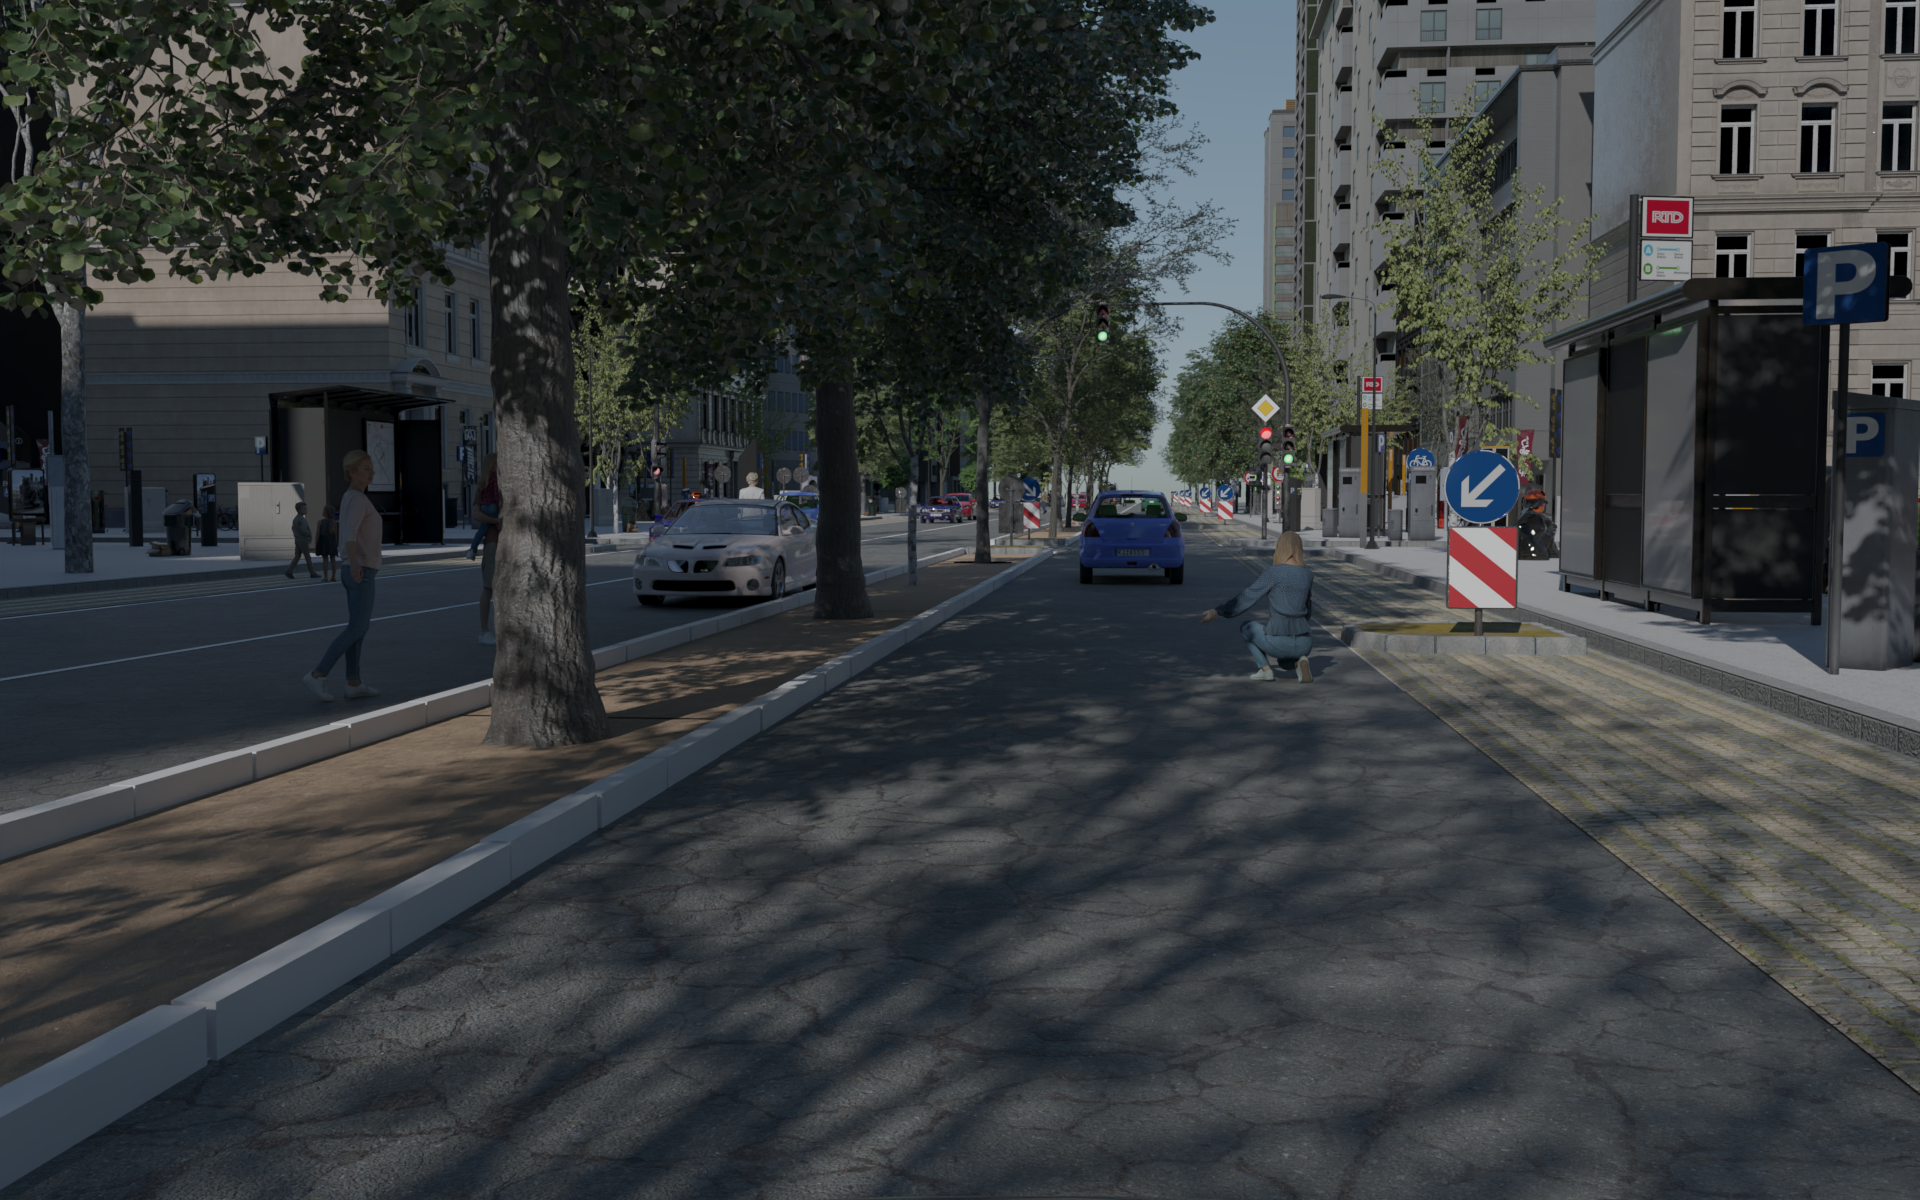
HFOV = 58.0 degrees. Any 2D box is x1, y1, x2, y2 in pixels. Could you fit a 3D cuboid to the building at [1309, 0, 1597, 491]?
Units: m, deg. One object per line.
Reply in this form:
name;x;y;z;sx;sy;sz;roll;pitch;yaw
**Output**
building;49.934;-35.566;170.746;28.713;52.752;27.495;0;4;6

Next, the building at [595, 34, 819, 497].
building;-22.231;-36.665;141.466;21.231;58.520;28.212;0;4;6

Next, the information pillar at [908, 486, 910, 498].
information pillar;-3.477;-7.955;121.424;0.183;3.616;0.504;2;4;30

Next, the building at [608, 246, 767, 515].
building;-19.750;-15.390;116.258;10.561;19.102;19.286;0;4;6

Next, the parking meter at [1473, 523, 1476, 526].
parking meter;8.544;-1.210;28.199;0.372;1.533;0.369;0;3;0

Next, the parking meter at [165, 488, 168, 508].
parking meter;-38.910;-4.640;84.283;0.372;1.533;0.369;0;3;0

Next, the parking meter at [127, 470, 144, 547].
parking meter;-20.175;-2.242;42.372;0.255;1.863;0.399;-3;4;-38

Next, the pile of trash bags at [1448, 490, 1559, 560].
pile of trash bags;11.238;-1.542;34.961;1.912;1.369;3.447;2;4;31

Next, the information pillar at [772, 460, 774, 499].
information pillar;-12.659;-7.700;117.250;0.183;3.616;0.504;0;4;-5

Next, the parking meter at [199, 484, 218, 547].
parking meter;-18.426;-2.083;42.468;0.372;1.533;0.369;0;3;0

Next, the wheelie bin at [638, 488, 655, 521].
wheelie bin;-15.014;-4.616;83.386;0.980;1.594;0.693;0;4;-1

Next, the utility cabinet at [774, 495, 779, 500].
utility cabinet;-8.908;-4.696;87.934;1.020;1.237;0.306;0;4;8

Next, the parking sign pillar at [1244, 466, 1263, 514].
parking sign pillar;19.446;-7.684;114.100;1.447;3.967;1.447;-2;4;-34

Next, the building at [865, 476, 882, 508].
building;-24.491;-29.179;168.951;32.217;40.220;23.993;0;4;6

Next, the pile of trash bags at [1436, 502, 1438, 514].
pile of trash bags;23.311;-4.587;84.751;3.447;1.369;1.912;0;4;-7

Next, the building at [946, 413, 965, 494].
building;-9.979;-49.407;246.053;20.563;71.187;20.611;0;4;6

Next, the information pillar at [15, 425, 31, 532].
information pillar;-31.467;-4.086;58.153;0.504;3.616;0.183;-2;4;-28

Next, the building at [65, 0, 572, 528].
building;-26.194;-17.619;73.981;13.634;28.700;20.117;0;4;6

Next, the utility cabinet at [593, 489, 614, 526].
utility cabinet;-14.227;-3.703;69.223;0.318;1.500;1.173;1;4;22

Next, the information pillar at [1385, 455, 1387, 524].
information pillar;18.364;-5.137;75.346;0.504;3.616;0.183;-3;4;-36

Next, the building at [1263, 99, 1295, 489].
building;56.866;-44.183;264.393;21.231;58.520;28.212;0;4;6

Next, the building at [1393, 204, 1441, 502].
building;35.873;-17.347;113.300;12.332;23.373;15.834;0;4;6

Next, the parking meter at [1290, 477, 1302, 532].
parking meter;11.318;-3.229;58.510;0.255;1.863;0.399;-3;4;-38

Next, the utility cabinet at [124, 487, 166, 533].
utility cabinet;-26.621;-2.931;56.603;1.173;1.500;0.318;-3;4;-37

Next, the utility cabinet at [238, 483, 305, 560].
utility cabinet;-13.296;-1.516;33.473;1.173;1.500;0.318;-2;4;-25

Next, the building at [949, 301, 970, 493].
building;-6.066;-37.558;264.184;14.600;45.320;14.200;0;4;6

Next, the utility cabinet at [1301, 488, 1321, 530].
utility cabinet;12.388;-3.264;62.052;0.318;1.500;1.173;-3;4;-36

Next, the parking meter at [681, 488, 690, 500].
parking meter;-11.861;-4.070;74.957;0.372;1.533;0.369;0;3;0

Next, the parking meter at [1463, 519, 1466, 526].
parking meter;15.830;-2.949;53.932;0.255;1.863;0.399;1;4;20

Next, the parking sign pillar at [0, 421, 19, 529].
parking sign pillar;-34.941;-4.605;63.771;1.447;3.967;1.447;1;4;19

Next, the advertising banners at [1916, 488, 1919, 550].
advertising banners;19.819;-2.506;37.154;2.074;3.025;0.090;0;4;5

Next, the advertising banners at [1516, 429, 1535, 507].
advertising banners;14.879;-3.151;47.707;0.090;3.025;2.074;-3;4;-39

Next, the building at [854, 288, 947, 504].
building;-9.478;-27.973;229.058;14.160;30.474;14.107;0;4;6

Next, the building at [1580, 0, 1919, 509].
building;36.456;-16.174;61.710;25.104;27.353;12.463;0;4;6

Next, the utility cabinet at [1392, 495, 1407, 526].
utility cabinet;18.109;-3.646;70.778;0.306;1.237;1.020;-2;4;-24

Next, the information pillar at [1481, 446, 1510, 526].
information pillar;8.227;-1.357;26.674;0.304;2.012;0.304;-1;4;-23

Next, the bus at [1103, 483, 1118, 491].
bus;23.292;-16.869;270.672;2.948;3.499;13.247;0;4;7

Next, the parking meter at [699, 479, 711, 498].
parking meter;-9.975;-3.796;67.768;0.399;1.863;0.255;-3;4;-37

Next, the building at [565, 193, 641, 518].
building;-26.182;-13.810;93.239;16.820;18.784;16.811;0;4;6

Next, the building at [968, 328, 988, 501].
building;-3.104;-36.366;278.183;14.154;41.232;14.086;0;4;6

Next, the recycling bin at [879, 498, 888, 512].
recycling bin;-5.544;-6.713;122.316;0.722;1.027;0.722;3;5;43

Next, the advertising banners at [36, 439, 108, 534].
advertising banners;-28.543;-3.639;55.689;0.090;3.025;2.074;3;5;45

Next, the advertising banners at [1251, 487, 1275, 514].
advertising banners;19.615;-7.026;111.055;2.074;3.025;0.090;0;4;-4

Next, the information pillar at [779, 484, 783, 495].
information pillar;-12.814;-7.365;124.909;0.304;2.012;0.304;-3;5;-40

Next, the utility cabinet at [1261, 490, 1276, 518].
utility cabinet;16.197;-5.060;91.403;0.318;1.500;1.173;0;4;-6

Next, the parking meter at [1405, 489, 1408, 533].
parking meter;15.026;-3.010;57.631;0.372;1.533;0.369;0;3;0

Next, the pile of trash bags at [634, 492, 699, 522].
pile of trash bags;-13.760;-4.377;81.312;3.447;1.369;1.912;0;4;-8

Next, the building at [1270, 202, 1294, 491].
building;50.904;-34.267;243.852;14.154;41.232;14.086;0;4;6

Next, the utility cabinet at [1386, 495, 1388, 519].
utility cabinet;22.021;-4.765;89.069;0.306;1.237;1.020;-2;4;-30

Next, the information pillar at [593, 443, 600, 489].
information pillar;-15.123;-4.943;72.177;0.183;3.616;0.504;1;4;14

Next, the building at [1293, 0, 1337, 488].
building;52.362;-48.141;225.352;20.563;71.187;20.611;0;4;6

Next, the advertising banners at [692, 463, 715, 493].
advertising banners;-15.066;-6.335;99.768;2.074;3.025;0.090;-2;4;-28

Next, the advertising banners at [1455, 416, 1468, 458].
advertising banners;11.458;-2.574;38.274;0.090;3.025;2.074;-1;4;-11

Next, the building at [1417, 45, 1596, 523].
building;33.316;-16.579;90.134;14.314;24.678;30.058;0;4;6

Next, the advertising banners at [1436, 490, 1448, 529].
advertising banners;17.767;-4.133;63.756;0.090;3.025;2.074;-2;4;-34

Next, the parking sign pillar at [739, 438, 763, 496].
parking sign pillar;-10.072;-5.804;83.366;1.447;3.967;1.447;3;5;44

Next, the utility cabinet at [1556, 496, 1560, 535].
utility cabinet;19.293;-2.698;55.280;0.306;1.237;1.020;2;4;30
